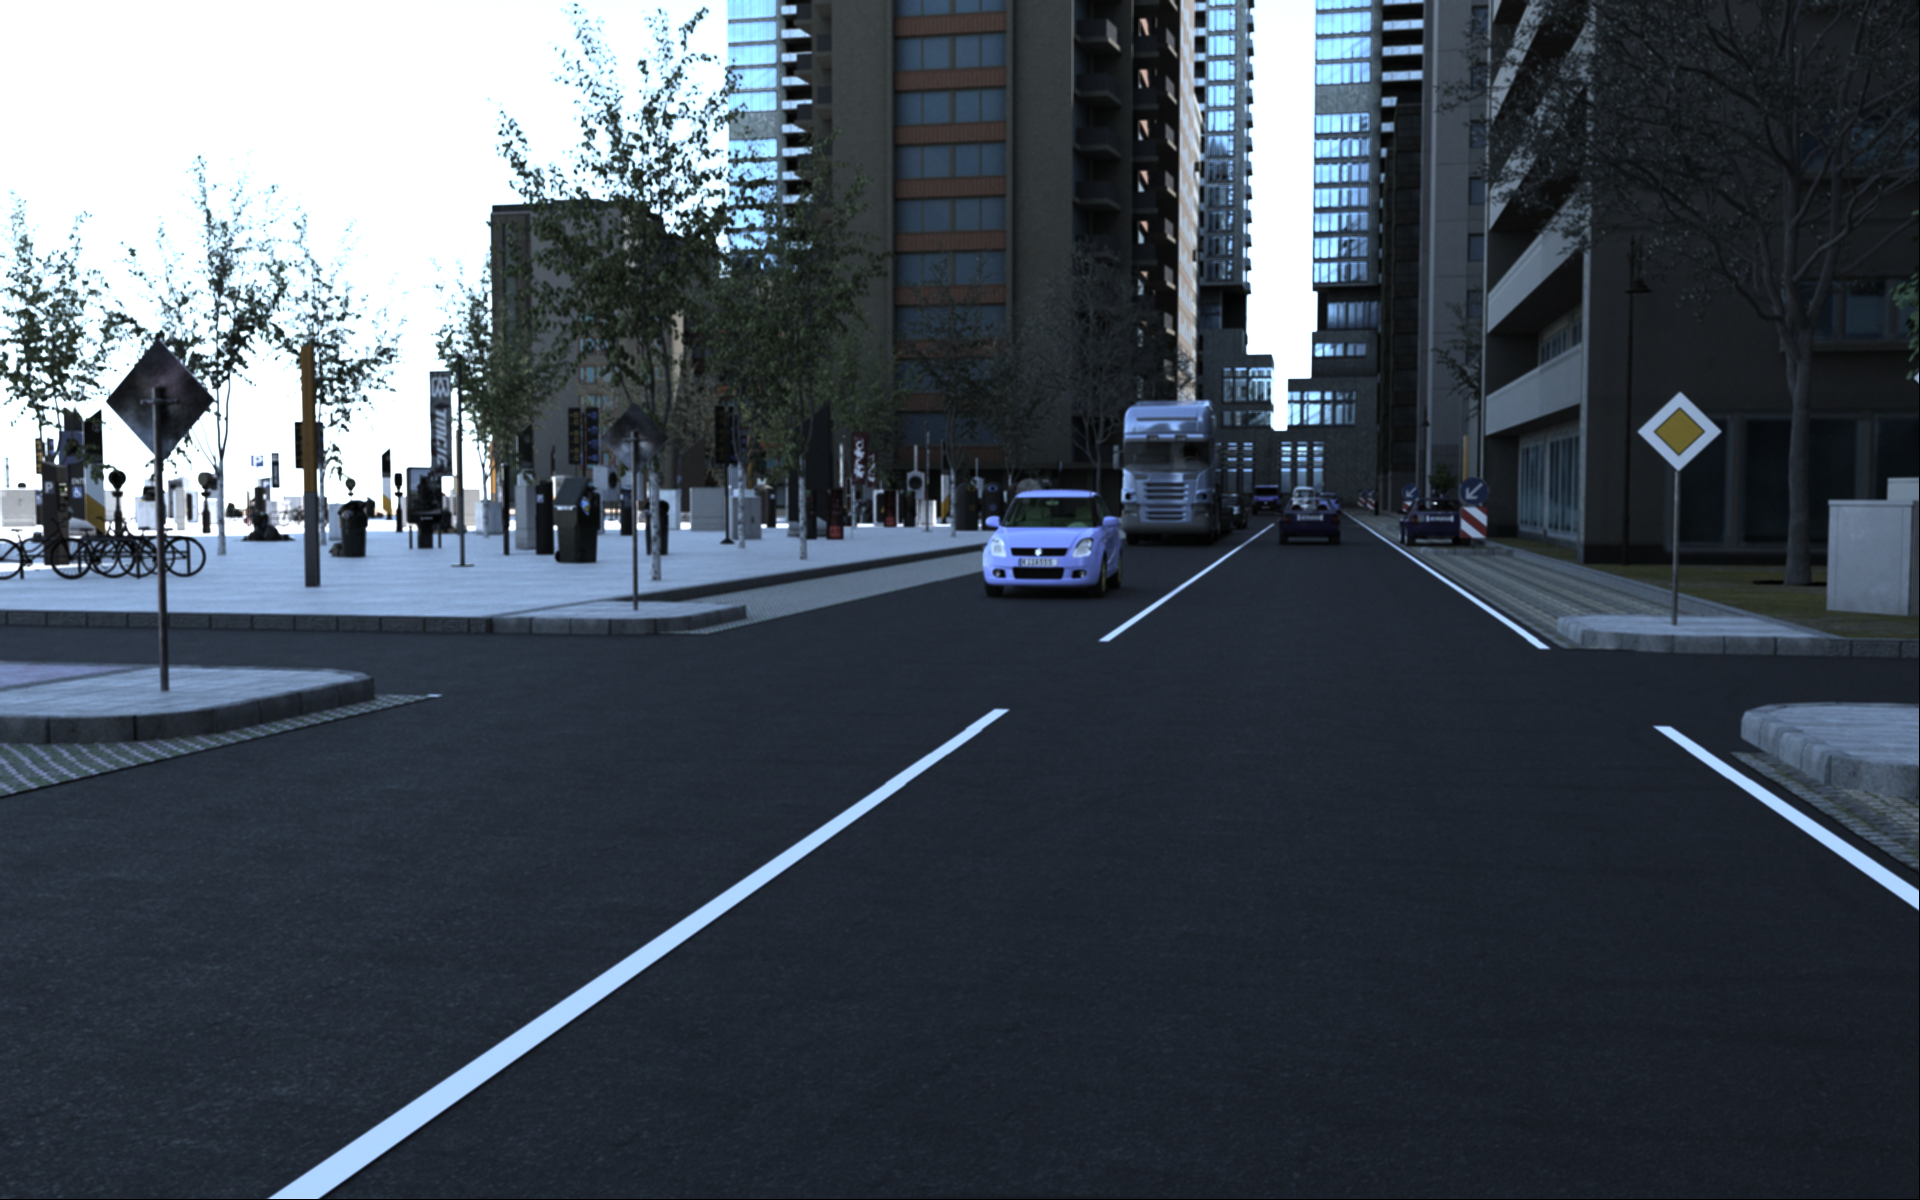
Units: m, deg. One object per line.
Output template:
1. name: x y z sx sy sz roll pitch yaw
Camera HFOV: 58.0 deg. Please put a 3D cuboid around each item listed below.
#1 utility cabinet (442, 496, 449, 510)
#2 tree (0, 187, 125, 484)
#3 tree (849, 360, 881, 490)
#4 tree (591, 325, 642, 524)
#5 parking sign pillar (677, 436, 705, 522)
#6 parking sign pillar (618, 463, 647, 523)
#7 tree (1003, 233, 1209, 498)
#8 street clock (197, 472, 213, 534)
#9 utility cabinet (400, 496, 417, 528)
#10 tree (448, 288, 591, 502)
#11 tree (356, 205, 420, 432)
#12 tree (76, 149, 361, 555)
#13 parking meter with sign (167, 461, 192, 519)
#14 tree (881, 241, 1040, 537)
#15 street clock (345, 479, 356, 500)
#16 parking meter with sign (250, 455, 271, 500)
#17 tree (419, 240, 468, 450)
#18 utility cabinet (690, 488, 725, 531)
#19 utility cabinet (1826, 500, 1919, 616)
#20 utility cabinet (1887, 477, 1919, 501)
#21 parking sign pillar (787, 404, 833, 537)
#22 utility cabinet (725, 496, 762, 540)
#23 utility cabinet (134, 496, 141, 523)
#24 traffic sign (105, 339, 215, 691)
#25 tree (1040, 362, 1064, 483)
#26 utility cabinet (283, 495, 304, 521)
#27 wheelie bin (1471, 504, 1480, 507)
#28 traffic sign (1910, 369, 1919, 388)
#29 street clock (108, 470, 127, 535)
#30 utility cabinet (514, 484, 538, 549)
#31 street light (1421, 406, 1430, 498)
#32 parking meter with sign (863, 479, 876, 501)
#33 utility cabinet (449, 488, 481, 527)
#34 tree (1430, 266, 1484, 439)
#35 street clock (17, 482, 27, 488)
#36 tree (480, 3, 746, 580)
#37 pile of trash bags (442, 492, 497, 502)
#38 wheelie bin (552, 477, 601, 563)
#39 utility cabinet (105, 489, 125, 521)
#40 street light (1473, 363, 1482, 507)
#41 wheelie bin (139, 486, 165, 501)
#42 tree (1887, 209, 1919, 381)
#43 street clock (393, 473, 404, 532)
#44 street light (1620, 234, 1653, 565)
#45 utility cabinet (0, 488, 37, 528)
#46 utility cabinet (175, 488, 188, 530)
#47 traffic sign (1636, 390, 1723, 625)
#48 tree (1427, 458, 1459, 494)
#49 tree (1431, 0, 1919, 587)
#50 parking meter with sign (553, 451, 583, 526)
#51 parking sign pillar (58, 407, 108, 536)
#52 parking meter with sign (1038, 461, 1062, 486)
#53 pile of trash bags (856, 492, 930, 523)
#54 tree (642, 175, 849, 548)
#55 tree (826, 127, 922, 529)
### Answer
1. utility cabinet: -20.343 -3.439 67.394 1.020 1.237 0.306 1 4 14
2. tree: -22.021 -5.588 41.727 4.737 8.622 4.395 0 3 0
3. tree: -4.272 -8.763 93.629 4.360 8.622 3.978 0 3 0
4. tree: -14.031 -7.536 73.578 4.360 8.622 3.978 0 3 0
5. parking sign pillar: -12.355 -5.570 79.545 1.447 3.967 1.447 -3 5 -43
6. parking sign pillar: -14.464 -5.405 76.844 1.447 3.967 1.447 2 4 29
7. tree: 6.527 -10.525 82.455 12.009 13.543 11.850 0 3 0
8. street clock: -24.419 -3.150 56.080 0.471 2.002 0.358 2 4 25
9. utility cabinet: -21.020 -3.359 66.084 0.306 1.237 1.020 1 4 10
10. tree: -16.430 -6.846 62.288 4.360 8.622 3.978 0 3 0
11. tree: -15.819 -5.693 43.440 4.360 8.622 3.978 0 3 0
12. tree: -15.897 -5.273 36.581 4.360 8.622 3.978 0 3 0
13. parking meter with sign: -41.006 -5.757 90.380 1.738 3.016 0.543 -2 4 -30
14. tree: 0.031 -6.177 51.351 4.360 8.622 3.978 0 3 0
15. street clock: -28.074 -4.603 79.826 0.471 2.002 0.358 1 4 20
16. parking meter with sign: -30.539 -4.873 75.942 0.543 3.016 1.738 -3 4 -38
17. tree: -13.745 -6.129 50.572 4.737 8.622 4.395 0 3 0
18. utility cabinet: -8.744 -3.139 59.994 1.173 1.500 0.318 -1 4 -18
19. utility cabinet: 9.912 -0.462 18.708 0.306 1.237 1.020 -2 4 -25
20. utility cabinet: 12.839 -0.886 23.168 0.318 1.500 1.173 0 4 2
21. parking sign pillar: -4.510 -3.902 52.263 1.447 3.967 1.447 1 4 13
22. utility cabinet: -6.087 -2.310 48.932 0.306 1.237 1.020 3 5 45
23. utility cabinet: -35.693 -3.956 75.843 1.020 1.237 0.306 2 4 24
24. traffic sign: -5.195 -0.466 11.258 0.795 2.450 0.064 1 4 12
25. tree: 2.101 -7.302 69.751 4.360 8.622 3.978 0 3 0
26. utility cabinet: -31.760 -4.370 82.609 1.020 1.237 0.306 1 4 19
27. wheelie bin: 19.436 -3.458 64.450 0.980 1.594 0.693 3 5 40
28. traffic sign: 5.373 -0.332 9.066 0.795 2.450 0.064 1 4 12
29. street clock: -25.521 -2.931 52.491 0.358 2.002 0.471 3 4 37
30. utility cabinet: -10.086 -1.946 40.501 0.318 1.500 1.173 0 4 4
31. street light: 24.080 -7.151 89.703 0.468 5.910 1.993 1 4 12
32. parking meter with sign: -4.705 -5.766 90.535 1.738 3.016 0.543 0 4 0
33. utility cabinet: -19.284 -3.596 67.468 1.173 1.500 0.318 -3 5 -40
34. tree: 17.656 -6.509 56.781 4.360 8.622 3.978 0 3 0
35. street clock: -56.660 -6.122 104.658 0.471 2.002 0.358 0 4 -6
36. tree: -4.758 -4.595 25.484 4.737 8.622 4.395 0 3 0
37. pile of trash bags: -28.139 -5.452 98.894 3.447 1.369 1.912 -1 4 -23
38. wheelie bin: -7.189 -1.503 32.478 0.980 1.594 0.693 2 4 33
39. utility cabinet: -40.154 -4.479 81.909 1.173 1.500 0.318 0 4 -2
40. street light: 18.087 -5.356 60.358 0.468 5.910 1.993 1 4 12
41. wheelie bin: -32.842 -3.828 70.490 0.980 1.594 0.693 -3 4 -36
42. tree: 9.958 -1.927 15.215 4.285 4.588 4.351 0 3 0
43. street clock: -18.937 -3.295 58.448 0.358 2.002 0.471 -1 4 -9
44. street light: 11.985 -3.563 31.035 0.468 5.910 1.993 1 4 12
45. utility cabinet: -35.706 -3.484 65.644 1.173 1.500 0.318 -3 4 -37
46. utility cabinet: -27.309 -3.187 60.780 0.318 1.500 1.173 -1 4 -21
47. traffic sign: 6.986 -0.810 16.887 0.795 2.450 0.064 1 4 12
48. tree: 25.637 -5.984 92.444 1.663 3.219 1.824 0 3 0
49. tree: 11.807 -6.962 24.205 12.009 13.543 11.850 0 3 0
50. parking meter with sign: -16.078 -4.538 70.451 1.738 3.016 0.543 3 5 42
51. parking sign pillar: -26.973 -3.956 53.159 1.447 3.967 1.447 1 4 13
52. parking meter with sign: 4.466 -5.803 91.135 1.738 3.016 0.543 1 4 21
53. pile of trash bags: -3.047 -4.134 77.342 3.447 1.369 1.912 -1 4 -12
54. tree: -4.945 -5.536 40.874 4.360 8.622 3.978 0 3 0
55. tree: -3.325 -5.103 33.799 4.737 8.622 4.395 0 3 0
